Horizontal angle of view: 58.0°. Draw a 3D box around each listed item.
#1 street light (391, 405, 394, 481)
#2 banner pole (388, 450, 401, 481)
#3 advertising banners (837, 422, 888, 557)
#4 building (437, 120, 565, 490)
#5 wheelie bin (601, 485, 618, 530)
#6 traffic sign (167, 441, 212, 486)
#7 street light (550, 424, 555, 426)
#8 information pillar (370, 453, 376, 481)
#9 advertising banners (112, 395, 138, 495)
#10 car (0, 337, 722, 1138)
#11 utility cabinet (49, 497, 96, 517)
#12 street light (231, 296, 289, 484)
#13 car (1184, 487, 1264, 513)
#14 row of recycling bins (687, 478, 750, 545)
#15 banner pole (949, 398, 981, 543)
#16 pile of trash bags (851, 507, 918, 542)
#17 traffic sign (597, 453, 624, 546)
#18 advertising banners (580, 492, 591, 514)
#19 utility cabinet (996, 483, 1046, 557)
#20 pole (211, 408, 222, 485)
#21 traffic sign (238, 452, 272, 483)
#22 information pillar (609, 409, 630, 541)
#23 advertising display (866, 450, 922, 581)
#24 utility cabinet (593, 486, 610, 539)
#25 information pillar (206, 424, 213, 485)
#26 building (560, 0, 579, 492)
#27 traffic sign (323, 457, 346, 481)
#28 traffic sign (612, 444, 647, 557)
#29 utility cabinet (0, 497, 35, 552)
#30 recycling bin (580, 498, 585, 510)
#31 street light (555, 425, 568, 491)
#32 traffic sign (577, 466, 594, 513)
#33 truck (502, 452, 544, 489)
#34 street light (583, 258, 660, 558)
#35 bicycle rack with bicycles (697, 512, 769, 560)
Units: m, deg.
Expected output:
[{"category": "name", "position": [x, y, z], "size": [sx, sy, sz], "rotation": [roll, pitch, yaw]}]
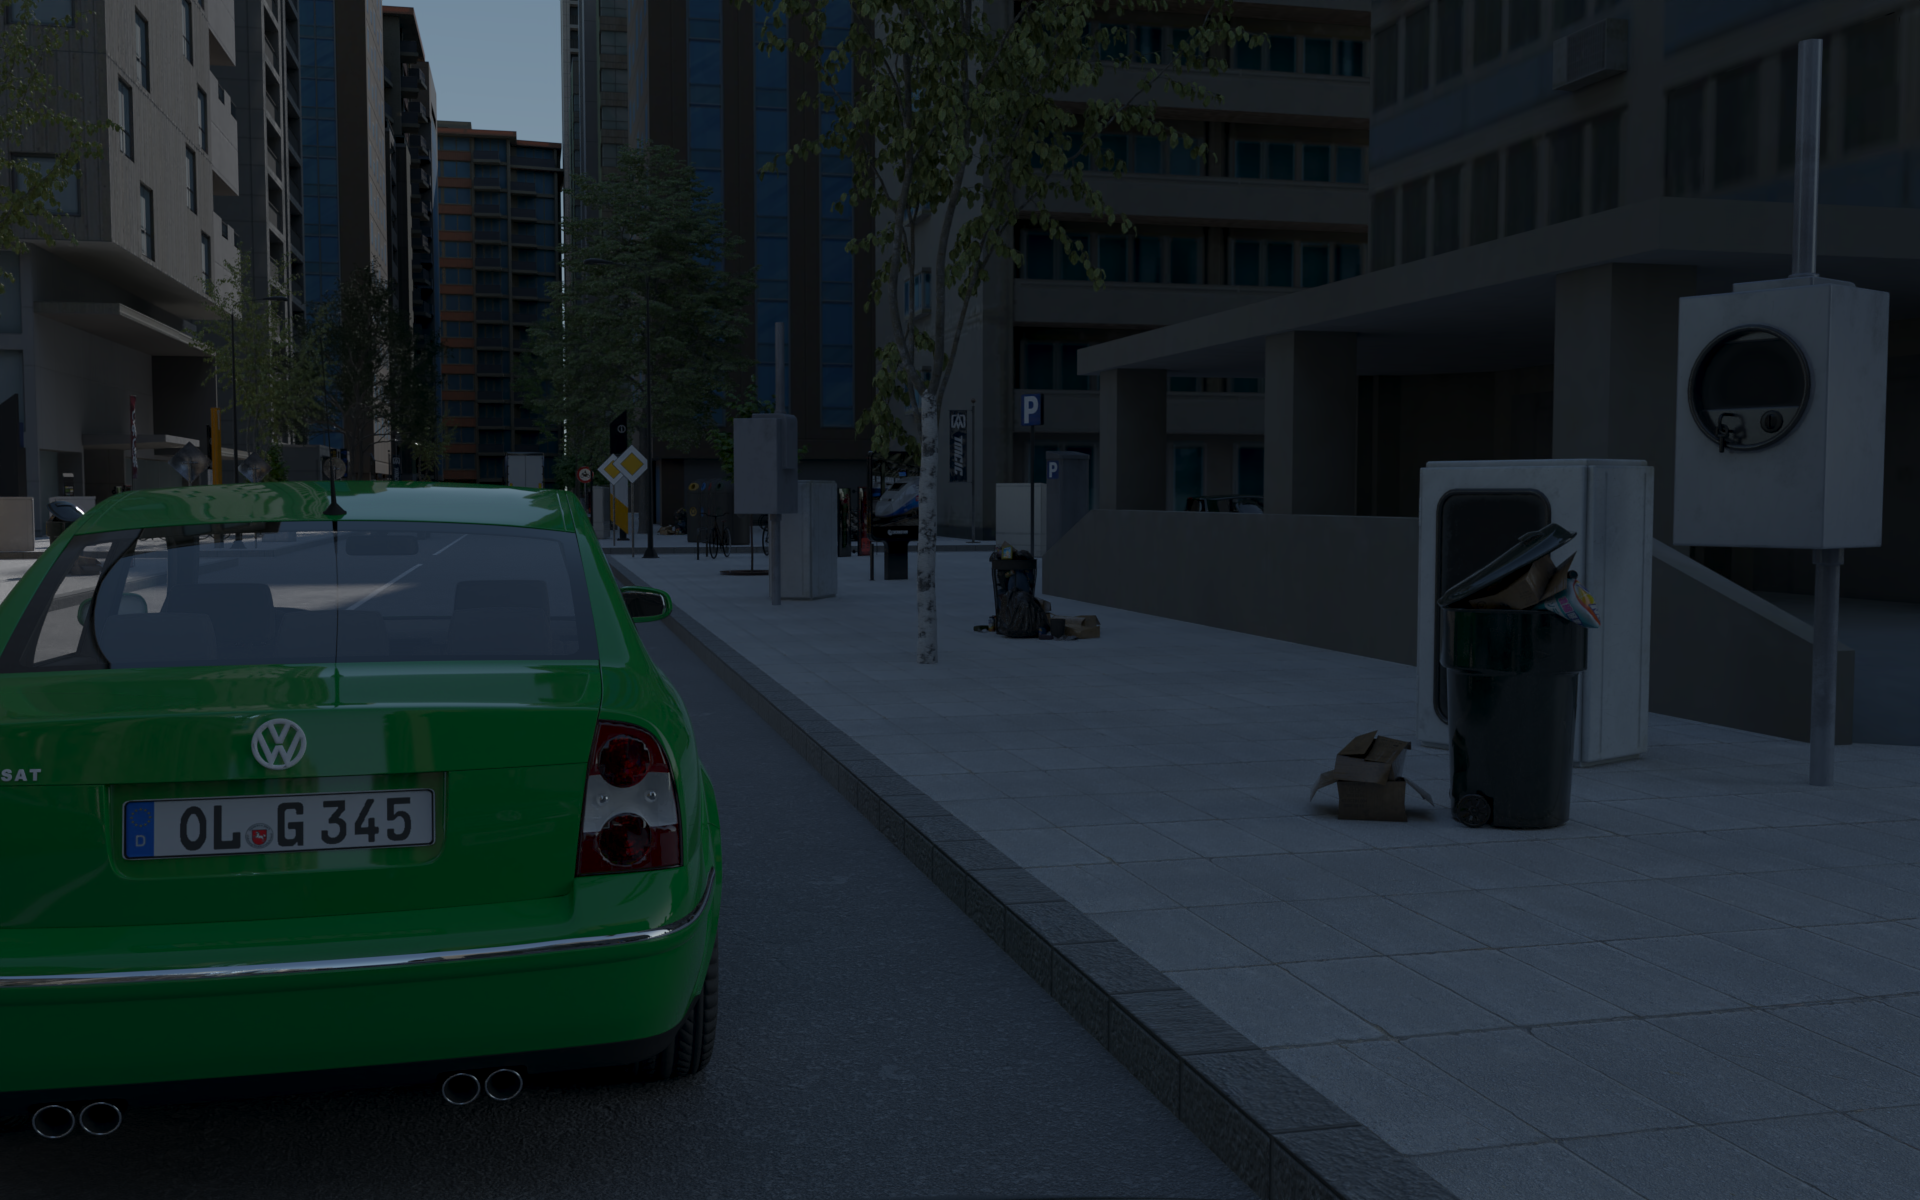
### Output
[{"category": "street light", "position": [-28.087, -7.024, 87.391], "size": [1.470, 5.913, 1.316], "rotation": [-1, 4, -14]}, {"category": "banner pole", "position": [-32.136, -6.623, 98.307], "size": [0.863, 3.779, 0.401], "rotation": [-1, 4, -19]}, {"category": "advertising banners", "position": [-1.998, -2.426, 35.851], "size": [0.090, 3.025, 2.074], "rotation": [2, 4, 30]}, {"category": "building", "position": [-61.684, -33.702, 205.657], "size": [28.867, 44.769, 22.147], "rotation": [-1, 4, -14]}, {"category": "wheelie bin", "position": [-12.589, -3.296, 61.798], "size": [0.980, 1.594, 0.693], "rotation": [1, 4, 22]}, {"category": "traffic sign", "position": [-14.680, -1.799, 33.055], "size": [0.795, 2.450, 0.064], "rotation": [-1, 4, -14]}, {"category": "street light", "position": [-26.777, -8.753, 115.656], "size": [1.470, 5.913, 1.316], "rotation": [-1, 4, -14]}, {"category": "information pillar", "position": [-33.666, -6.606, 99.364], "size": [0.183, 3.616, 0.504], "rotation": [-3, 5, -44]}, {"category": "advertising banners", "position": [-14.443, -2.069, 30.014], "size": [0.090, 3.025, 2.074], "rotation": [-1, 4, -15]}, {"category": "car", "position": [-1.824, 0.209, 5.386], "size": [1.959, 1.807, 4.718], "rotation": [-1, 4, -14]}, {"category": "utility cabinet", "position": [-21.812, -1.922, 42.583], "size": [0.306, 1.237, 1.020], "rotation": [2, 4, 33]}, {"category": "street light", "position": [-16.444, -4.166, 40.661], "size": [1.470, 5.913, 1.316], "rotation": [-1, 4, -14]}, {"category": "car", "position": [7.379, -2.058, 43.440], "size": [4.222, 1.686, 2.009], "rotation": [-1, 4, -12]}, {"category": "row of recycling bins", "position": [-6.237, -2.307, 44.829], "size": [1.069, 1.692, 3.534], "rotation": [-2, 4, -23]}, {"category": "banner pole", "position": [0.118, -3.385, 45.365], "size": [0.863, 3.779, 0.401], "rotation": [0, 4, -3]}, {"category": "pile of trash bags", "position": [-2.785, -2.253, 46.583], "size": [3.447, 1.369, 1.912], "rotation": [-3, 5, -44]}, {"category": "traffic sign", "position": [-8.552, -2.394, 42.779], "size": [0.795, 2.450, 0.064], "rotation": [-1, 4, -14]}, {"category": "advertising banners", "position": [-24.285, -7.192, 113.778], "size": [2.074, 3.025, 0.090], "rotation": [3, 5, 42]}, {"category": "utility cabinet", "position": [1.285, -1.630, 35.324], "size": [1.173, 1.500, 0.318], "rotation": [3, 5, 40]}, {"category": "pole", "position": [-17.586, -2.885, 41.013], "size": [0.158, 3.312, 0.155], "rotation": [0, 3, 0]}, {"category": "traffic sign", "position": [-16.607, -2.273, 40.805], "size": [0.795, 2.450, 0.064], "rotation": [-1, 4, -14]}, {"category": "information pillar", "position": [-9.355, -3.438, 47.568], "size": [0.504, 3.616, 0.183], "rotation": [-1, 4, -15]}, {"category": "advertising display", "position": [-0.957, -1.266, 25.909], "size": [0.974, 1.923, 0.123], "rotation": [-2, 4, -35]}, {"category": "utility cabinet", "position": [-10.233, -2.496, 49.494], "size": [0.318, 1.500, 1.173], "rotation": [0, 4, -3]}, {"category": "information pillar", "position": [-25.276, -4.110, 58.555], "size": [0.183, 3.616, 0.504], "rotation": [0, 4, 5]}, {"category": "building", "position": [-37.670, -47.250, 210.782], "size": [20.611, 71.187, 20.563], "rotation": [-1, 4, -14]}, {"category": "traffic sign", "position": [-21.613, -3.656, 59.876], "size": [0.768, 2.556, 0.104], "rotation": [0, 4, -6]}, {"category": "traffic sign", "position": [-6.625, -1.920, 35.029], "size": [0.795, 2.450, 0.064], "rotation": [-1, 4, -14]}, {"category": "utility cabinet", "position": [-21.331, -1.691, 38.813], "size": [1.020, 1.237, 0.306], "rotation": [-2, 4, -24]}, {"category": "recycling bin", "position": [-22.911, -5.581, 103.804], "size": [0.722, 1.027, 0.722], "rotation": [0, 4, 6]}, {"category": "street light", "position": [-15.209, -5.889, 68.818], "size": [1.470, 5.913, 1.316], "rotation": [-1, 4, -14]}, {"category": "traffic sign", "position": [-17.202, -4.860, 79.562], "size": [0.768, 2.556, 0.104], "rotation": [0, 4, -8]}, {"category": "truck", "position": [-30.614, -8.108, 121.476], "size": [2.839, 4.237, 11.283], "rotation": [-1, 4, -15]}, {"category": "street light", "position": [-6.729, -3.784, 34.417], "size": [1.470, 5.913, 1.316], "rotation": [-1, 4, -14]}, {"category": "bicycle rack with bicycles", "position": [-4.128, -1.305, 34.724], "size": [2.852, 0.926, 2.925], "rotation": [0, 4, -2]}]
